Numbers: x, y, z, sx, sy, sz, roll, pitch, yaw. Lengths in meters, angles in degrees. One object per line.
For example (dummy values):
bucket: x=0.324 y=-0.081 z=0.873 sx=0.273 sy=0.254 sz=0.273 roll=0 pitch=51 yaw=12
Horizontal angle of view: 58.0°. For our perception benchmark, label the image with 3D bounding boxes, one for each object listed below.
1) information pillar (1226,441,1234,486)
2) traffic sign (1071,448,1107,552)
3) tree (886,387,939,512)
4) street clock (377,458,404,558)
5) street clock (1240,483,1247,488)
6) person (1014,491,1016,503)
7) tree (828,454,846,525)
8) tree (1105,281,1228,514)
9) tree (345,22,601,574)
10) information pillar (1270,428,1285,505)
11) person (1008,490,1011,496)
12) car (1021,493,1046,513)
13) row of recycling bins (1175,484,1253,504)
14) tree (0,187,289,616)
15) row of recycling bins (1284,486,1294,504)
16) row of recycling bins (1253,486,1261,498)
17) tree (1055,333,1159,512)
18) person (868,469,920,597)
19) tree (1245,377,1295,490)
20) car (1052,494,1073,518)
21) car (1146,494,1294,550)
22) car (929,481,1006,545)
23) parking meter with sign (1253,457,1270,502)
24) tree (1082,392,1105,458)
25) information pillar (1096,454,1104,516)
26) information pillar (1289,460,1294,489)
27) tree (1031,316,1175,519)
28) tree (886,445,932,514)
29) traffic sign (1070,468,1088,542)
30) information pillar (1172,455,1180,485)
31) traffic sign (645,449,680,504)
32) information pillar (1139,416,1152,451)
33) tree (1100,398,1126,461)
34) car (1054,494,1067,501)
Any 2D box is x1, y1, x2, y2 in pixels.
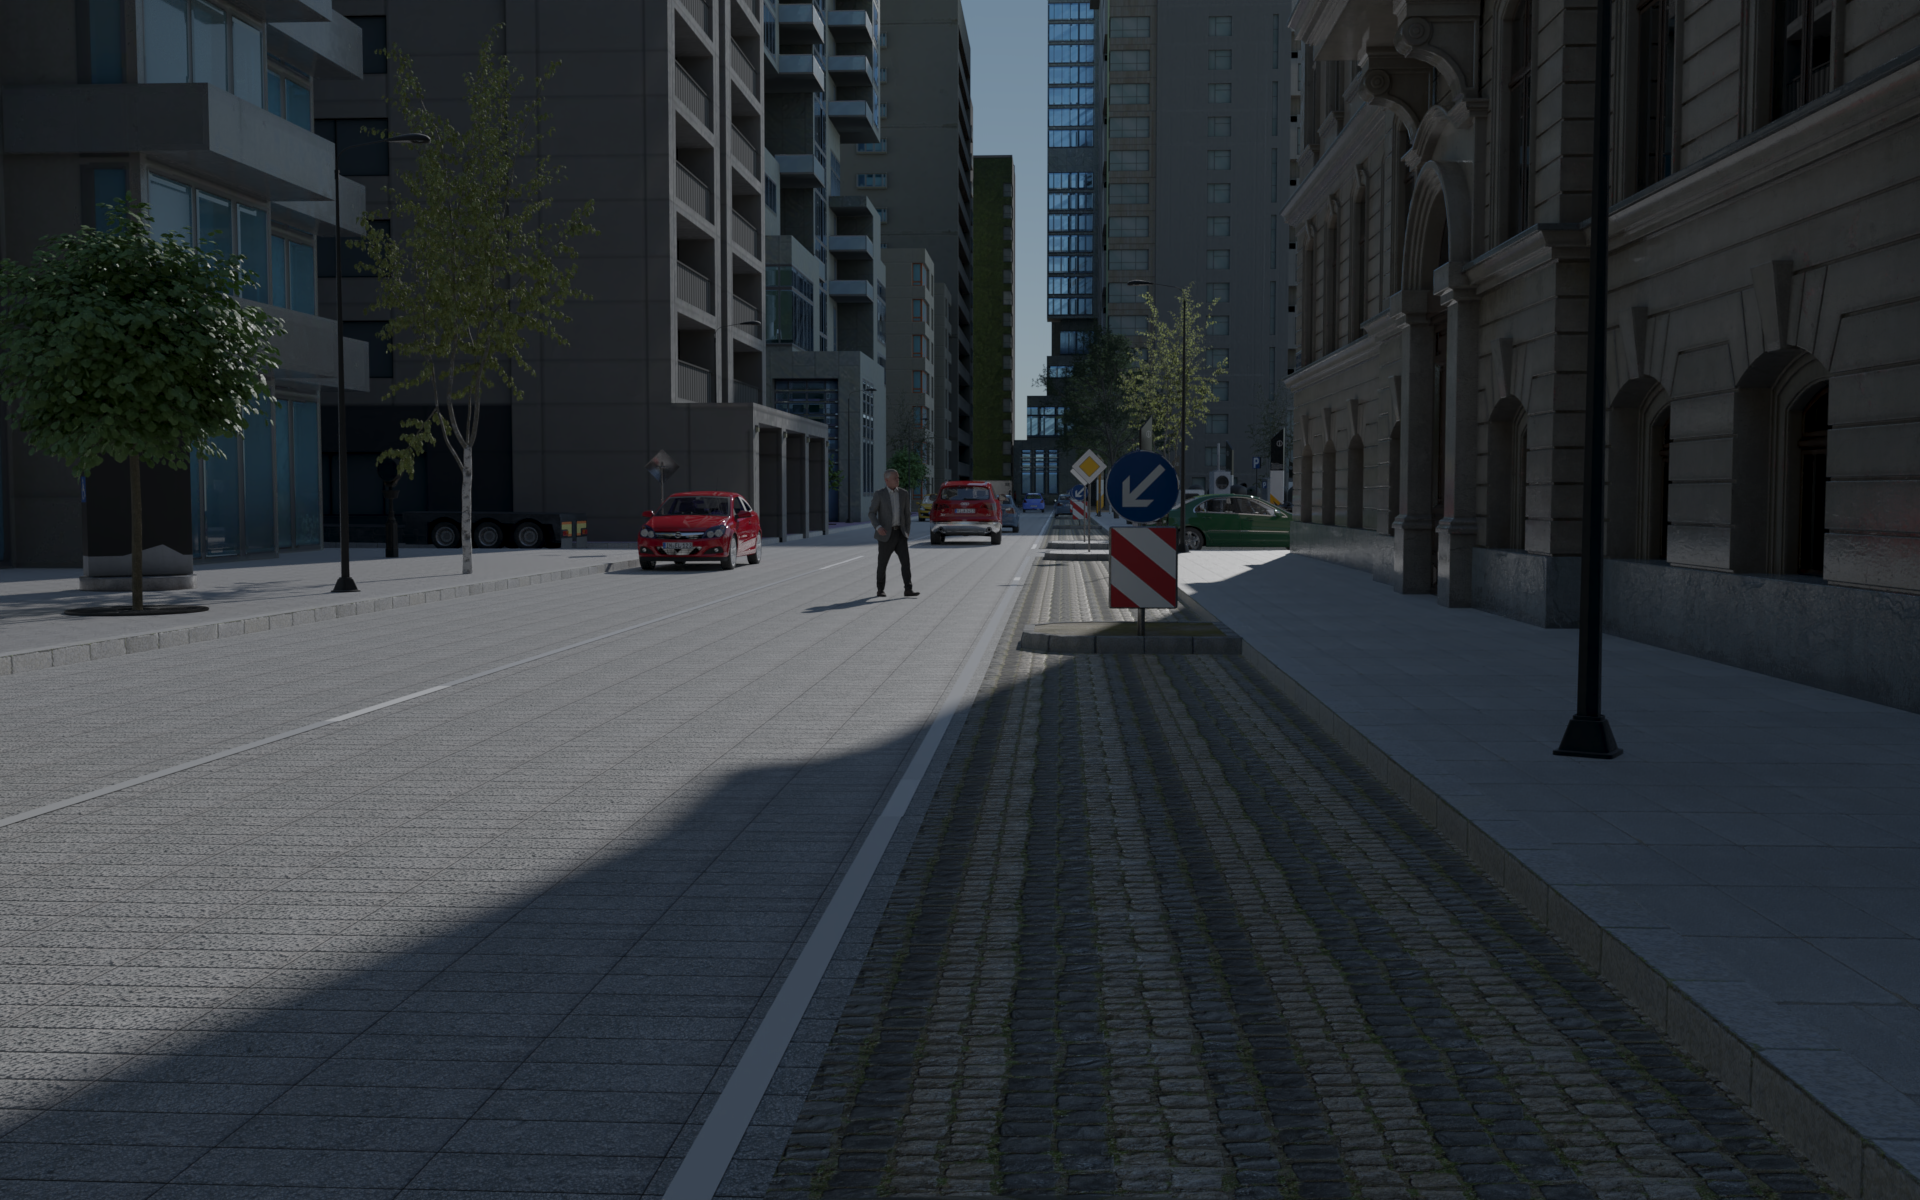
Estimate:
information pillar: x=11.789 y=-5.166 z=75.813 sx=0.183 sy=3.616 sz=0.504 roll=-2 pitch=4 yaw=-26
traffic sign: x=2.853 y=-2.116 z=38.246 sx=0.795 sy=2.450 sz=0.064 roll=0 pitch=4 yaw=3
tree: x=-3.435 y=-10.293 z=118.652 sx=4.360 sy=8.622 sz=3.978 roll=0 pitch=3 yaw=0
street clock: x=-11.472 y=-1.856 z=34.923 sx=0.471 sy=2.002 sz=0.358 roll=1 pitch=4 yaw=13
street clock: x=18.447 y=-6.620 z=112.806 sx=0.471 sy=2.002 sz=0.358 roll=-2 pitch=4 yaw=-30
person: x=6.354 y=-11.625 z=198.510 sx=0.705 sy=1.831 sz=1.348 roll=0 pitch=4 yaw=2
tree: x=-5.536 y=-4.740 z=72.099 sx=1.663 sy=3.219 sz=1.824 roll=0 pitch=3 yaw=0
tree: x=7.365 y=-6.747 z=60.679 sx=4.360 sy=8.622 sz=3.978 roll=0 pitch=3 yaw=0
tree: x=-7.926 y=-4.739 z=27.847 sx=4.737 sy=8.622 sz=4.395 roll=0 pitch=3 yaw=0
information pillar: x=11.228 y=-4.274 z=61.234 sx=0.504 sy=3.616 sz=0.183 roll=2 pitch=4 yaw=27
person: x=5.172 y=-10.421 z=178.872 sx=0.705 sy=1.826 sz=1.348 roll=1 pitch=4 yaw=18
car: x=5.707 y=-7.630 z=134.335 sx=1.945 sy=1.707 sz=3.694 roll=0 pitch=4 yaw=2
row of recycling bins: x=10.493 y=-4.072 z=73.686 sx=3.534 sy=1.692 sz=1.069 roll=-1 pitch=4 yaw=-10
tree: x=-9.033 y=-2.139 z=18.692 sx=4.285 sy=4.588 sz=4.351 roll=0 pitch=3 yaw=0
row of recycling bins: x=14.950 y=-4.112 z=74.339 sx=3.534 sy=1.692 sz=1.069 roll=2 pitch=4 yaw=34
row of recycling bins: x=14.403 y=-5.133 z=91.036 sx=1.069 sy=1.692 sz=3.534 roll=-3 pitch=5 yaw=-39
tree: x=10.468 y=-12.506 z=122.597 sx=7.486 sy=12.596 sz=7.792 roll=0 pitch=3 yaw=0
person: x=-0.902 y=-0.925 z=24.022 sx=0.661 sy=1.777 sz=0.834 roll=-3 pitch=4 yaw=-36
tree: x=19.690 y=-9.671 z=108.488 sx=4.360 sy=8.622 sz=3.978 roll=0 pitch=3 yaw=0
car: x=6.561 y=-5.652 z=104.417 sx=2.014 sy=1.417 sz=4.499 roll=0 pitch=4 yaw=3
car: x=6.796 y=-1.827 z=41.670 sx=4.920 sy=1.459 sz=2.131 roll=0 pitch=4 yaw=2
car: x=0.210 y=-2.565 z=50.609 sx=2.281 sy=1.827 sz=5.304 roll=0 pitch=4 yaw=2
parking meter with sign: x=14.641 y=-5.221 z=81.622 sx=1.738 sy=3.016 sz=0.543 roll=-2 pitch=4 yaw=-28
tree: x=9.819 y=-9.773 z=110.150 sx=4.360 sy=8.622 sz=3.978 roll=0 pitch=3 yaw=0
information pillar: x=8.080 y=-6.653 z=100.127 sx=0.504 sy=3.616 sz=0.183 roll=-2 pitch=4 yaw=-35
information pillar: x=22.518 y=-7.714 z=117.486 sx=0.504 sy=3.616 sz=0.183 roll=0 pitch=4 yaw=5
tree: x=7.928 y=-9.561 z=90.742 sx=7.601 sy=10.594 sz=8.767 roll=2 pitch=4 yaw=33
tree: x=-3.510 y=-7.915 z=113.127 sx=4.285 sy=4.588 sz=4.351 roll=0 pitch=3 yaw=0
traffic sign: x=3.324 y=-2.604 z=46.218 sx=0.795 sy=2.450 sz=0.064 roll=0 pitch=4 yaw=3
information pillar: x=12.945 y=-6.882 z=103.880 sx=0.504 sy=3.616 sz=0.183 roll=0 pitch=4 yaw=1
traffic sign: x=-6.673 y=-2.152 z=38.827 sx=0.795 sy=2.450 sz=0.064 roll=0 pitch=4 yaw=3
information pillar: x=5.542 y=-3.689 z=51.673 sx=0.504 sy=3.616 sz=0.183 roll=-3 pitch=5 yaw=-42
tree: x=11.631 y=-11.033 z=130.744 sx=4.737 sy=8.622 sz=4.395 roll=0 pitch=3 yaw=0
car: x=8.014 y=-7.275 z=129.170 sx=2.015 sy=1.641 sz=3.980 roll=0 pitch=4 yaw=2
